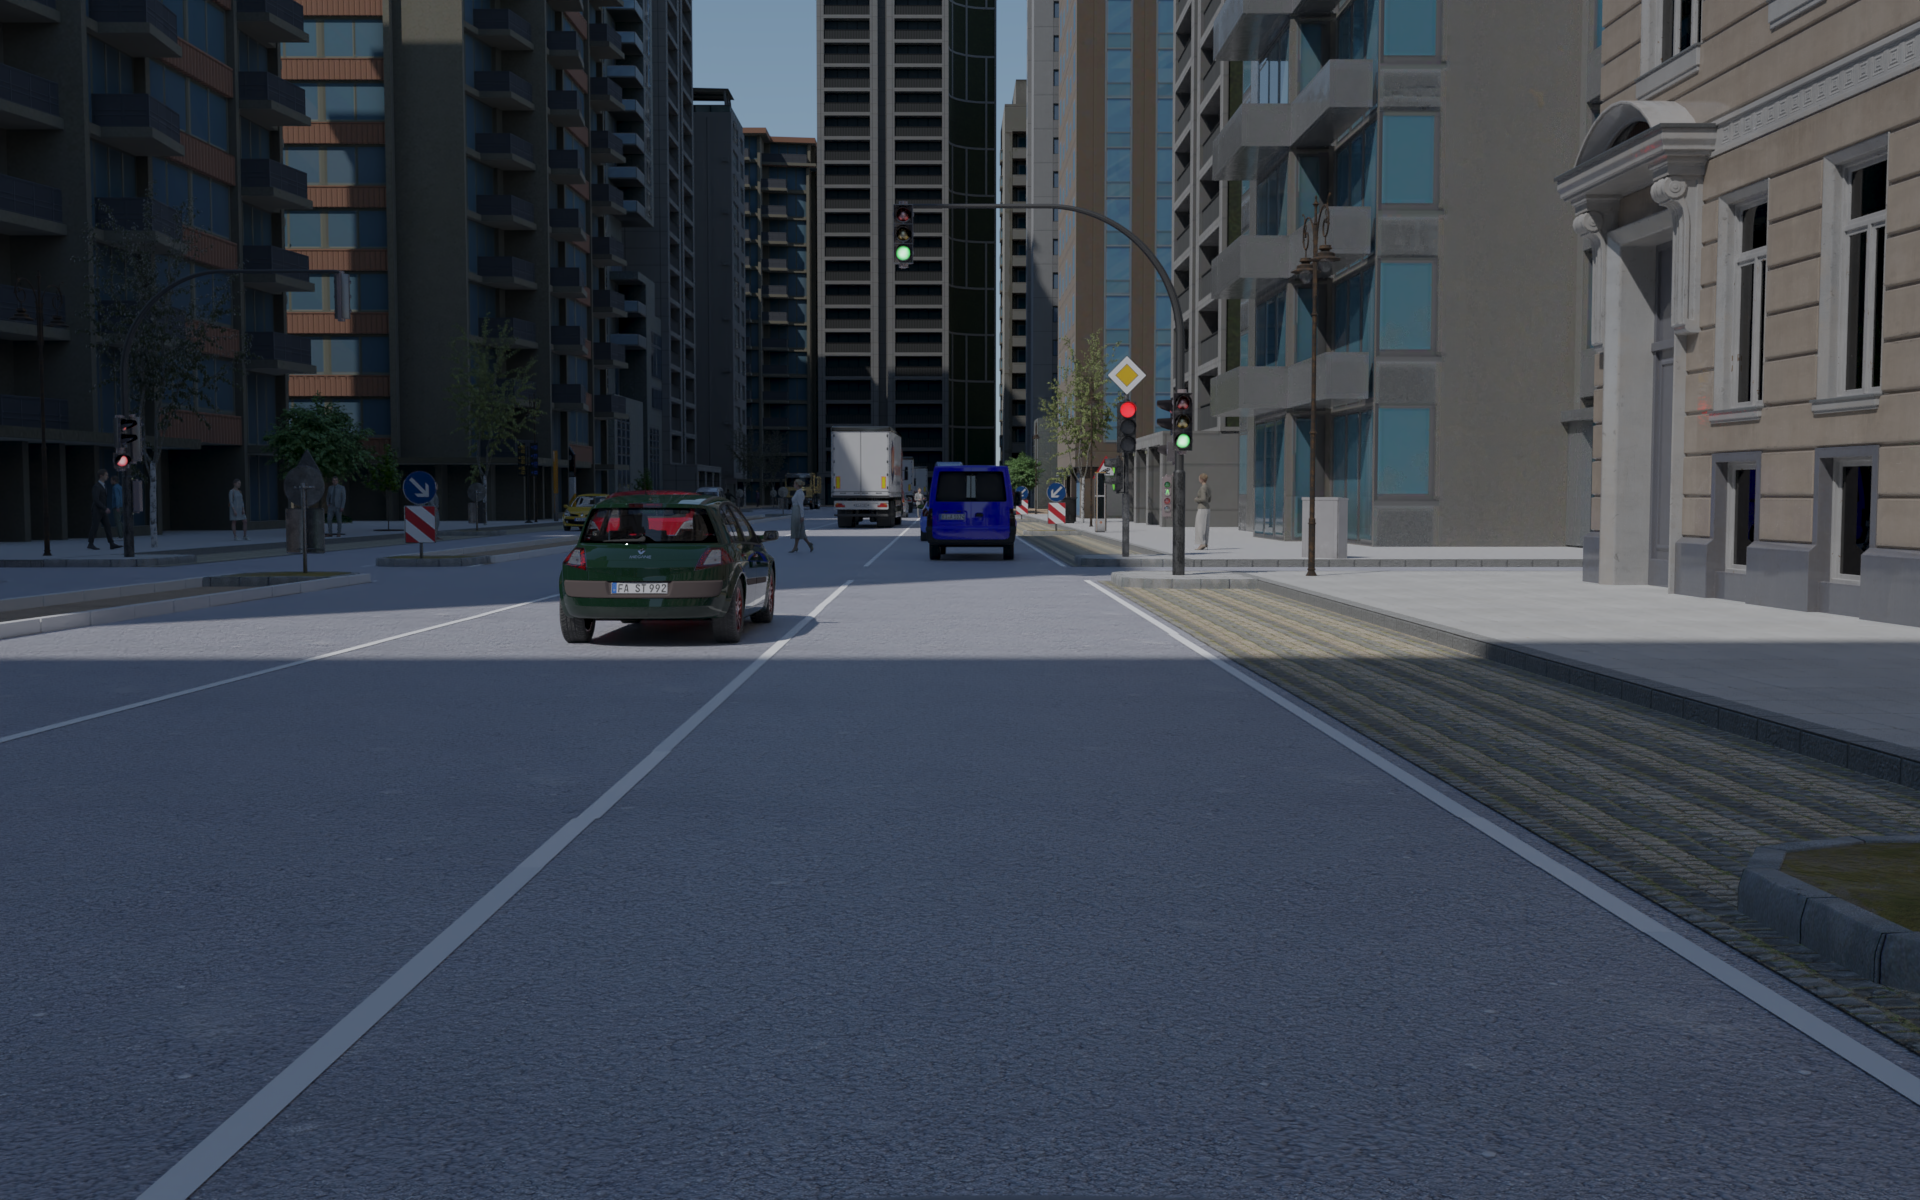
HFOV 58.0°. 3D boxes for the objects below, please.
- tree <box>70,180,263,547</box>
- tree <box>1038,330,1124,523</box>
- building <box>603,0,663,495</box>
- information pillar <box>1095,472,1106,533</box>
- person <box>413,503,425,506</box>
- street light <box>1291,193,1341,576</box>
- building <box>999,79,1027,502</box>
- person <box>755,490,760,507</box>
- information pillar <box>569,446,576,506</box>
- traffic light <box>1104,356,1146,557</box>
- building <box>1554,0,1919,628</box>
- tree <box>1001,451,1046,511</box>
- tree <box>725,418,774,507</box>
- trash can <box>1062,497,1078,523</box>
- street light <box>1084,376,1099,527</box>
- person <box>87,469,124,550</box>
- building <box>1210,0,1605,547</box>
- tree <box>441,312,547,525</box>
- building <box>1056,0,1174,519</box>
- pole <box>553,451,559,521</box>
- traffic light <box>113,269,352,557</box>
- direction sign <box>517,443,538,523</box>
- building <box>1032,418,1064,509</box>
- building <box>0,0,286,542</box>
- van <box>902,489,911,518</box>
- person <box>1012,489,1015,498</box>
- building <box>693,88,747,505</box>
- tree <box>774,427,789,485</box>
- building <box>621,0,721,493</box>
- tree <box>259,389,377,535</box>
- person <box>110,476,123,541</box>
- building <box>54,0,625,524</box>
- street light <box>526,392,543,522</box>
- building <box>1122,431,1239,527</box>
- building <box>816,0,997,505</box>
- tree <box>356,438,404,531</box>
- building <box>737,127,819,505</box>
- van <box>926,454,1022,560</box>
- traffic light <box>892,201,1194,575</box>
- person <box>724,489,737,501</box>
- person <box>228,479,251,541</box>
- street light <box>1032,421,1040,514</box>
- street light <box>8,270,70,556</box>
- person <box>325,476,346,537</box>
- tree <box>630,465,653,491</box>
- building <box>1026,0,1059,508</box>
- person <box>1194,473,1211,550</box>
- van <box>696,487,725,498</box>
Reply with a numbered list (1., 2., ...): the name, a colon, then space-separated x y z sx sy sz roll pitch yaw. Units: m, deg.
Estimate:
1. tree: -19.295 -5.583 41.644 4.360 8.622 3.978 0 3 0
2. tree: 5.468 -7.767 77.349 4.737 8.622 4.395 0 3 0
3. building: -33.458 -49.638 124.259 22.319 86.520 31.000 0 4 0
4. information pillar: 4.682 -3.265 57.883 0.304 2.012 0.304 0 4 -8
5. person: -20.242 -3.588 65.189 0.782 1.767 0.515 -1 4 -9
6. street light: 5.508 -3.314 26.971 0.468 5.910 1.993 0 4 0
7. building: 15.433 -35.639 206.393 21.600 48.544 21.300 0 4 0
8. person: -20.427 -10.265 174.802 0.541 1.710 0.530 -3 5 -40
9. information pillar: -18.973 -5.712 84.741 0.504 3.616 0.183 3 5 45
10. traffic light: 3.369 -2.837 35.303 0.839 4.253 0.868 0 4 0
11. building: 15.437 -14.007 14.912 13.634 28.700 20.117 0 4 0
12. tree: 4.877 -9.091 132.357 4.285 4.588 4.351 0 3 0
13. tree: -20.656 -13.317 168.097 4.360 8.622 3.978 0 3 0
14. trash can: 5.015 -4.197 80.280 0.748 1.137 0.748 0 3 0
15. street light: 5.157 -5.820 67.947 0.468 5.910 1.993 0 4 0
16. person: -19.734 -2.085 39.911 0.755 1.850 0.659 -1 4 -10
17. building: 22.688 -26.333 50.157 30.456 49.044 23.786 0 4 0
18. tree: -19.376 -7.383 71.070 4.737 8.622 4.395 0 3 0
19. building: 12.808 -27.252 95.676 14.600 45.320 14.200 0 4 0
20. pole: -18.970 -5.348 81.278 0.158 3.312 0.155 0 3 0
21. traffic light: -14.801 -3.701 35.179 4.771 5.953 1.251 0 4 0
22. direction sign: -19.069 -5.167 76.480 0.876 3.537 0.379 -1 4 -18
23. building: 17.776 -50.557 139.281 22.319 86.520 31.000 0 4 0
24. building: -34.731 -24.520 55.519 22.147 44.769 28.867 0 4 0
25. van: -4.022 -5.996 105.049 2.013 2.044 4.112 0 4 1
26. person: 4.630 -9.165 156.608 0.721 1.743 1.217 -3 5 -39
27. building: -29.288 -30.178 177.002 14.086 41.232 14.154 0 4 0
28. tree: -20.393 -14.531 187.938 4.360 8.622 3.978 0 3 0
29. building: -31.856 -43.562 150.497 20.563 71.187 20.611 0 4 0
30. tree: -20.134 -4.319 54.324 4.285 4.588 4.351 0 3 0
31. person: -22.931 -2.499 47.252 0.444 1.785 0.601 0 4 2
32. building: -30.657 -26.894 94.347 22.147 44.769 28.867 0 4 0
33. street light: -19.237 -6.460 78.405 0.468 5.910 1.993 0 4 0
34. building: 17.997 -38.613 69.569 20.563 71.187 20.611 0 4 0
35. building: -5.979 -46.880 204.744 20.611 71.187 20.563 0 4 0
36. tree: -19.858 -4.019 60.309 1.663 3.219 1.824 0 3 0
37. building: -30.974 -33.730 206.107 28.867 44.769 22.147 0 4 0
38. van: 0.300 -2.139 39.357 2.240 2.365 5.245 0 4 1
39. traffic light: 1.341 -3.211 27.161 4.771 5.953 1.251 0 4 0
40. person: -16.872 -7.186 126.009 1.348 1.821 0.705 0 4 -8
41. person: -19.905 -2.486 47.691 0.522 1.701 0.512 1 4 18
42. street light: 4.822 -8.377 109.759 0.468 5.910 1.993 0 4 0
43. street light: -18.987 -3.857 35.855 0.468 5.910 1.993 0 4 0
44. person: -18.678 -2.792 51.788 0.635 1.810 0.391 0 4 1
45. tree: -20.736 -7.346 114.715 1.663 3.219 1.824 0 3 0
46. building: 16.989 -38.390 169.681 21.231 58.520 28.212 0 4 0
47. person: 5.565 -2.033 39.834 0.362 1.759 0.519 2 4 29
48. van: -14.670 -5.745 100.946 2.013 2.044 4.112 0 3 0
